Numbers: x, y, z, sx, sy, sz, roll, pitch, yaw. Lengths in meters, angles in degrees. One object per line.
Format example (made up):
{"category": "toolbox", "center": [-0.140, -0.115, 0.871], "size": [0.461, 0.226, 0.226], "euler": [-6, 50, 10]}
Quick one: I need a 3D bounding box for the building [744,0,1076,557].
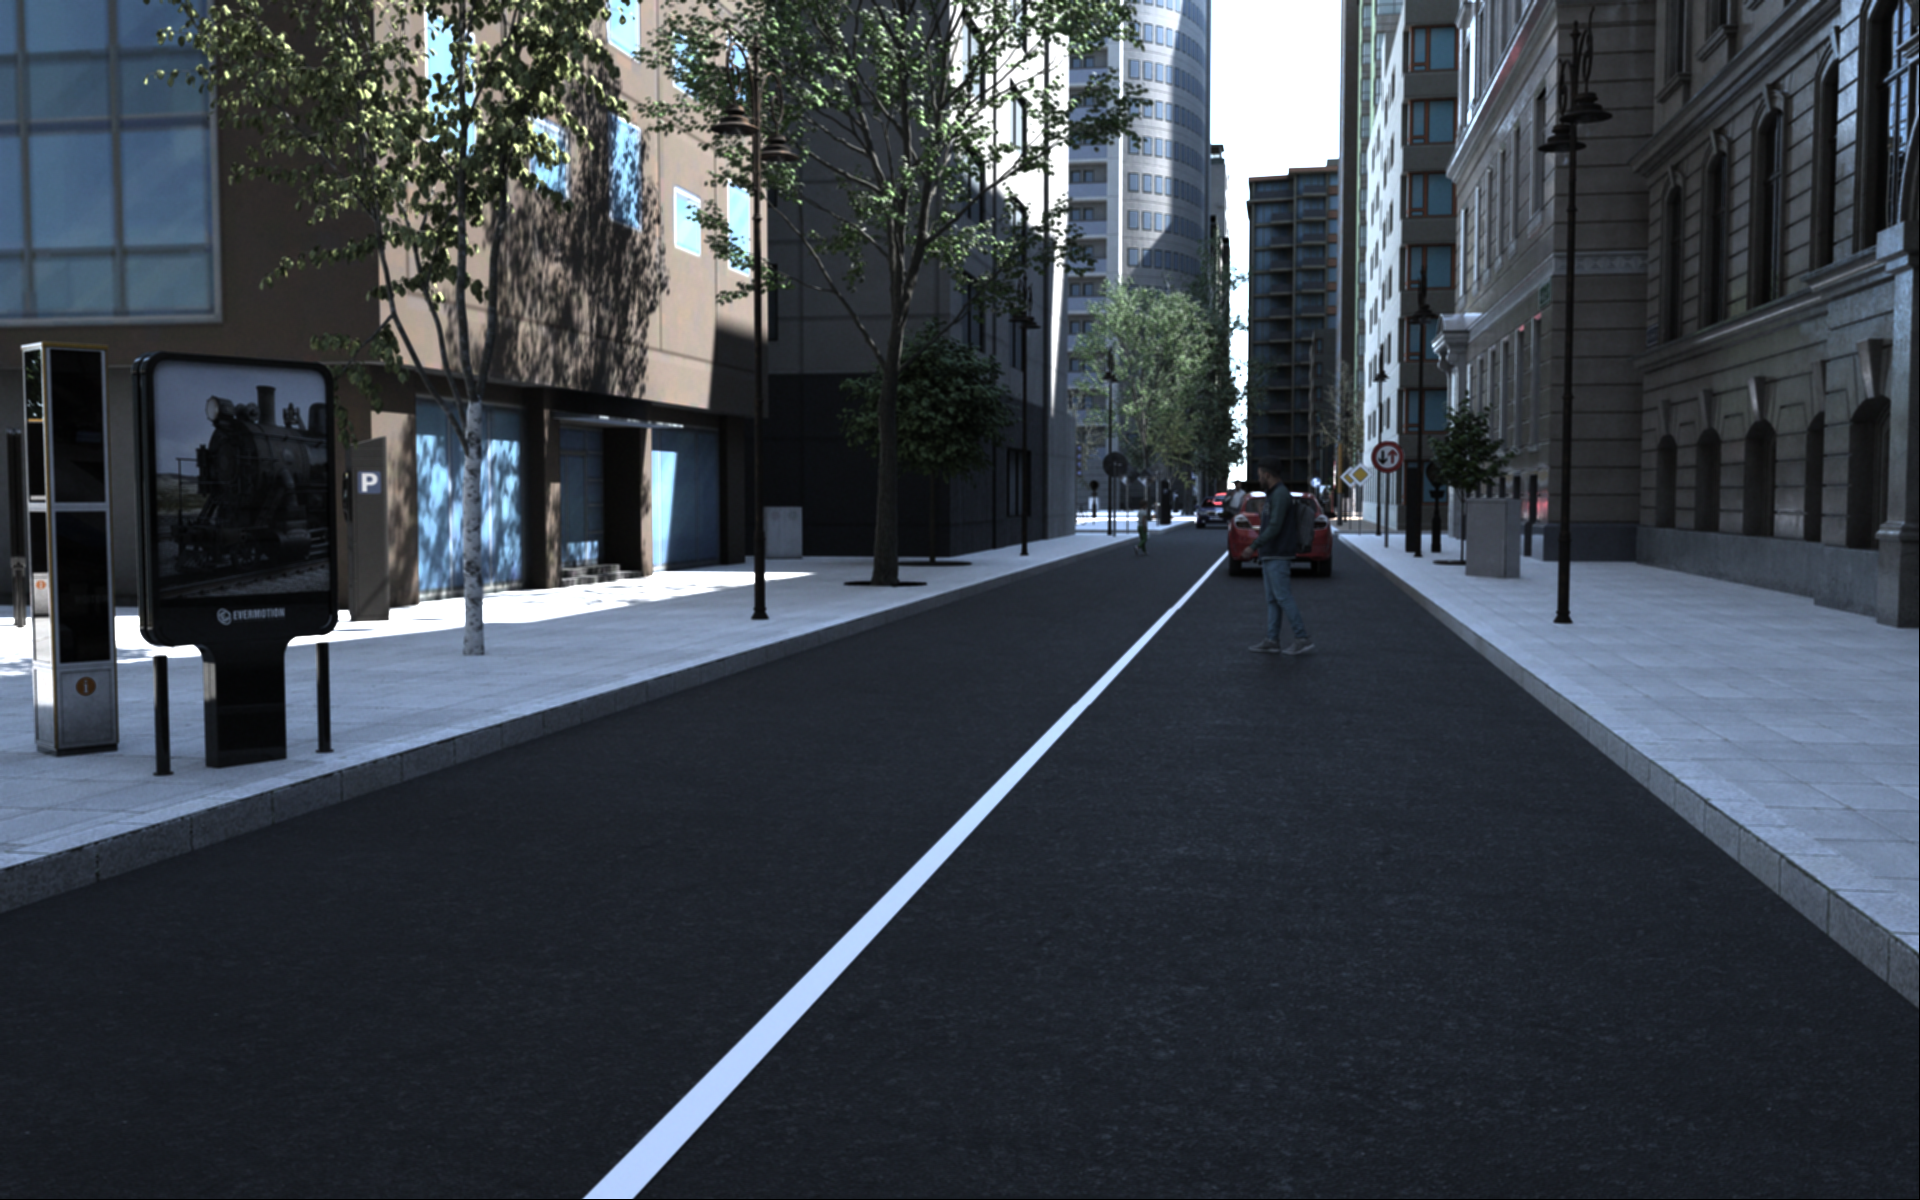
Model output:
{"category": "building", "center": [-8.328, -37.100, 44.831], "size": [20.611, 71.187, 20.563], "euler": [1, 4, 11]}

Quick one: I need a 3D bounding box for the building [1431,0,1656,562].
{"category": "building", "center": [19.037, -15.579, 40.627], "size": [13.634, 28.700, 20.117], "euler": [1, 4, 11]}

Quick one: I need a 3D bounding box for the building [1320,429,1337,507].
{"category": "building", "center": [45.696, -51.900, 161.232], "size": [22.319, 86.520, 31.000], "euler": [1, 4, 11]}

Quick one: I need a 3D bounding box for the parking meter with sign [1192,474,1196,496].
{"category": "parking meter with sign", "center": [18.551, -8.551, 136.077], "size": [0.543, 3.016, 1.738], "euler": [1, 4, 14]}

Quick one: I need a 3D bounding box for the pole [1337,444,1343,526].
{"category": "pole", "center": [15.452, -4.682, 70.393], "size": [0.158, 3.312, 0.155], "euler": [0, 3, 0]}

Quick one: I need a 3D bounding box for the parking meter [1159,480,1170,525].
{"category": "parking meter", "center": [8.539, -4.074, 72.314], "size": [0.399, 1.863, 0.255], "euler": [-1, 4, -17]}

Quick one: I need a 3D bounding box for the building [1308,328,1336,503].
{"category": "building", "center": [53.192, -21.280, 192.969], "size": [27.650, 21.520, 28.899], "euler": [1, 4, 11]}

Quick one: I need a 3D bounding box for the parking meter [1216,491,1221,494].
{"category": "parking meter", "center": [19.915, -7.658, 133.625], "size": [0.372, 1.533, 0.369], "euler": [0, 3, 0]}

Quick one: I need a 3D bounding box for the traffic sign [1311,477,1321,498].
{"category": "traffic sign", "center": [27.185, -8.084, 132.286], "size": [0.768, 2.556, 0.104], "euler": [1, 4, 11]}

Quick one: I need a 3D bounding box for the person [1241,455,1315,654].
{"category": "person", "center": [2.866, -0.418, 15.679], "size": [0.721, 1.781, 0.623], "euler": [0, 4, -1]}

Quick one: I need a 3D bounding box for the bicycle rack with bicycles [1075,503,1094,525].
{"category": "bicycle rack with bicycles", "center": [4.237, -3.610, 72.413], "size": [2.852, 0.926, 2.925], "euler": [2, 4, 30]}

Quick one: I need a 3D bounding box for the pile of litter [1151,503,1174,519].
{"category": "pile of litter", "center": [10.157, -4.529, 88.009], "size": [1.176, 0.858, 1.719], "euler": [-3, 4, -39]}

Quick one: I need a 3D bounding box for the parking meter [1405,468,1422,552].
{"category": "parking meter", "center": [10.061, -1.999, 38.389], "size": [0.255, 1.863, 0.399], "euler": [2, 4, 31]}

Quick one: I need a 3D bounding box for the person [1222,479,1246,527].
{"category": "person", "center": [7.455, -2.350, 47.030], "size": [0.679, 1.850, 0.850], "euler": [0, 4, 2]}

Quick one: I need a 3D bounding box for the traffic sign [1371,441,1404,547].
{"category": "traffic sign", "center": [10.263, -2.538, 41.609], "size": [0.768, 2.556, 0.104], "euler": [1, 4, 15]}

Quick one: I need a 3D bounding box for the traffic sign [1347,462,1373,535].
{"category": "traffic sign", "center": [12.485, -3.084, 54.063], "size": [0.795, 2.450, 0.064], "euler": [1, 4, 11]}

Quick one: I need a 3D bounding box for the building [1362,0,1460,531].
{"category": "building", "center": [32.150, -13.841, 71.341], "size": [28.899, 21.520, 27.650], "euler": [1, 4, 11]}

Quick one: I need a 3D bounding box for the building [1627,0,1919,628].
{"category": "building", "center": [14.481, -11.907, 13.758], "size": [14.460, 24.649, 34.723], "euler": [1, 4, 11]}

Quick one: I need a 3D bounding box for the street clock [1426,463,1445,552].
{"category": "street clock", "center": [10.514, -2.056, 38.188], "size": [0.471, 2.002, 0.358], "euler": [1, 4, 22]}

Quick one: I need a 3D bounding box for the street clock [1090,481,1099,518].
{"category": "street clock", "center": [7.171, -5.374, 92.439], "size": [0.471, 2.002, 0.358], "euler": [2, 4, 25]}

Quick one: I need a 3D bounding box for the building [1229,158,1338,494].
{"category": "building", "center": [50.575, -35.085, 228.263], "size": [28.867, 44.769, 22.147], "euler": [1, 4, 11]}

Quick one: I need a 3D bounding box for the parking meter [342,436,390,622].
{"category": "parking meter", "center": [-5.988, -0.718, 17.454], "size": [0.399, 1.863, 0.255], "euler": [-2, 4, -31]}

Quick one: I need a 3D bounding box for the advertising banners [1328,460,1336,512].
{"category": "advertising banners", "center": [19.175, -5.693, 89.267], "size": [0.090, 3.025, 2.074], "euler": [1, 4, 21]}

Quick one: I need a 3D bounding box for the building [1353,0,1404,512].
{"category": "building", "center": [36.107, -27.097, 126.622], "size": [14.154, 41.232, 14.086], "euler": [1, 4, 11]}

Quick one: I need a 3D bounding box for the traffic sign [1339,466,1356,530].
{"category": "traffic sign", "center": [13.950, -3.564, 61.913], "size": [0.795, 2.450, 0.064], "euler": [1, 4, 11]}

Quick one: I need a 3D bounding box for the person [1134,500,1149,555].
{"category": "person", "center": [4.271, -1.711, 40.721], "size": [0.306, 1.304, 0.590], "euler": [3, 5, 42]}

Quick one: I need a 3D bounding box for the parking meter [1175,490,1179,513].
{"category": "parking meter", "center": [14.814, -6.759, 118.916], "size": [0.372, 1.533, 0.369], "euler": [0, 3, 0]}

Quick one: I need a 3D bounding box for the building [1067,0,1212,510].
{"category": "building", "center": [10.853, -37.325, 152.265], "size": [21.231, 58.520, 28.212], "euler": [1, 4, 11]}

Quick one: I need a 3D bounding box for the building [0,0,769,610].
{"category": "building", "center": [-11.668, -22.960, 25.507], "size": [14.600, 45.320, 14.200], "euler": [1, 4, 11]}

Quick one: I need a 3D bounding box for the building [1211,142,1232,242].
{"category": "building", "center": [21.152, -37.601, 234.376], "size": [30.456, 49.044, 23.786], "euler": [1, 4, 11]}

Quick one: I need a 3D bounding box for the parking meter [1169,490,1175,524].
{"category": "parking meter", "center": [8.817, -4.005, 73.893], "size": [0.372, 1.533, 0.369], "euler": [0, 3, 0]}

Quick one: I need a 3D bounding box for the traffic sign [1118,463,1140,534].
{"category": "traffic sign", "center": [5.367, -3.166, 55.408], "size": [0.795, 2.450, 0.064], "euler": [1, 4, 11]}

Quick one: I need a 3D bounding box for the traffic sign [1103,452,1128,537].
{"category": "traffic sign", "center": [4.653, -3.181, 52.123], "size": [0.768, 2.556, 0.104], "euler": [1, 4, 20]}

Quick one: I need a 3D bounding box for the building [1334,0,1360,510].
{"category": "building", "center": [37.909, -30.005, 140.687], "size": [14.600, 45.320, 14.200], "euler": [1, 4, 11]}

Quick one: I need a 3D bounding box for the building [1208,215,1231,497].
{"category": "building", "center": [22.046, -25.475, 188.212], "size": [14.160, 30.474, 14.107], "euler": [1, 4, 11]}

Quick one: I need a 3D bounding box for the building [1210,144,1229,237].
{"category": "building", "center": [24.579, -31.884, 204.900], "size": [14.086, 41.232, 14.154], "euler": [1, 4, 11]}
